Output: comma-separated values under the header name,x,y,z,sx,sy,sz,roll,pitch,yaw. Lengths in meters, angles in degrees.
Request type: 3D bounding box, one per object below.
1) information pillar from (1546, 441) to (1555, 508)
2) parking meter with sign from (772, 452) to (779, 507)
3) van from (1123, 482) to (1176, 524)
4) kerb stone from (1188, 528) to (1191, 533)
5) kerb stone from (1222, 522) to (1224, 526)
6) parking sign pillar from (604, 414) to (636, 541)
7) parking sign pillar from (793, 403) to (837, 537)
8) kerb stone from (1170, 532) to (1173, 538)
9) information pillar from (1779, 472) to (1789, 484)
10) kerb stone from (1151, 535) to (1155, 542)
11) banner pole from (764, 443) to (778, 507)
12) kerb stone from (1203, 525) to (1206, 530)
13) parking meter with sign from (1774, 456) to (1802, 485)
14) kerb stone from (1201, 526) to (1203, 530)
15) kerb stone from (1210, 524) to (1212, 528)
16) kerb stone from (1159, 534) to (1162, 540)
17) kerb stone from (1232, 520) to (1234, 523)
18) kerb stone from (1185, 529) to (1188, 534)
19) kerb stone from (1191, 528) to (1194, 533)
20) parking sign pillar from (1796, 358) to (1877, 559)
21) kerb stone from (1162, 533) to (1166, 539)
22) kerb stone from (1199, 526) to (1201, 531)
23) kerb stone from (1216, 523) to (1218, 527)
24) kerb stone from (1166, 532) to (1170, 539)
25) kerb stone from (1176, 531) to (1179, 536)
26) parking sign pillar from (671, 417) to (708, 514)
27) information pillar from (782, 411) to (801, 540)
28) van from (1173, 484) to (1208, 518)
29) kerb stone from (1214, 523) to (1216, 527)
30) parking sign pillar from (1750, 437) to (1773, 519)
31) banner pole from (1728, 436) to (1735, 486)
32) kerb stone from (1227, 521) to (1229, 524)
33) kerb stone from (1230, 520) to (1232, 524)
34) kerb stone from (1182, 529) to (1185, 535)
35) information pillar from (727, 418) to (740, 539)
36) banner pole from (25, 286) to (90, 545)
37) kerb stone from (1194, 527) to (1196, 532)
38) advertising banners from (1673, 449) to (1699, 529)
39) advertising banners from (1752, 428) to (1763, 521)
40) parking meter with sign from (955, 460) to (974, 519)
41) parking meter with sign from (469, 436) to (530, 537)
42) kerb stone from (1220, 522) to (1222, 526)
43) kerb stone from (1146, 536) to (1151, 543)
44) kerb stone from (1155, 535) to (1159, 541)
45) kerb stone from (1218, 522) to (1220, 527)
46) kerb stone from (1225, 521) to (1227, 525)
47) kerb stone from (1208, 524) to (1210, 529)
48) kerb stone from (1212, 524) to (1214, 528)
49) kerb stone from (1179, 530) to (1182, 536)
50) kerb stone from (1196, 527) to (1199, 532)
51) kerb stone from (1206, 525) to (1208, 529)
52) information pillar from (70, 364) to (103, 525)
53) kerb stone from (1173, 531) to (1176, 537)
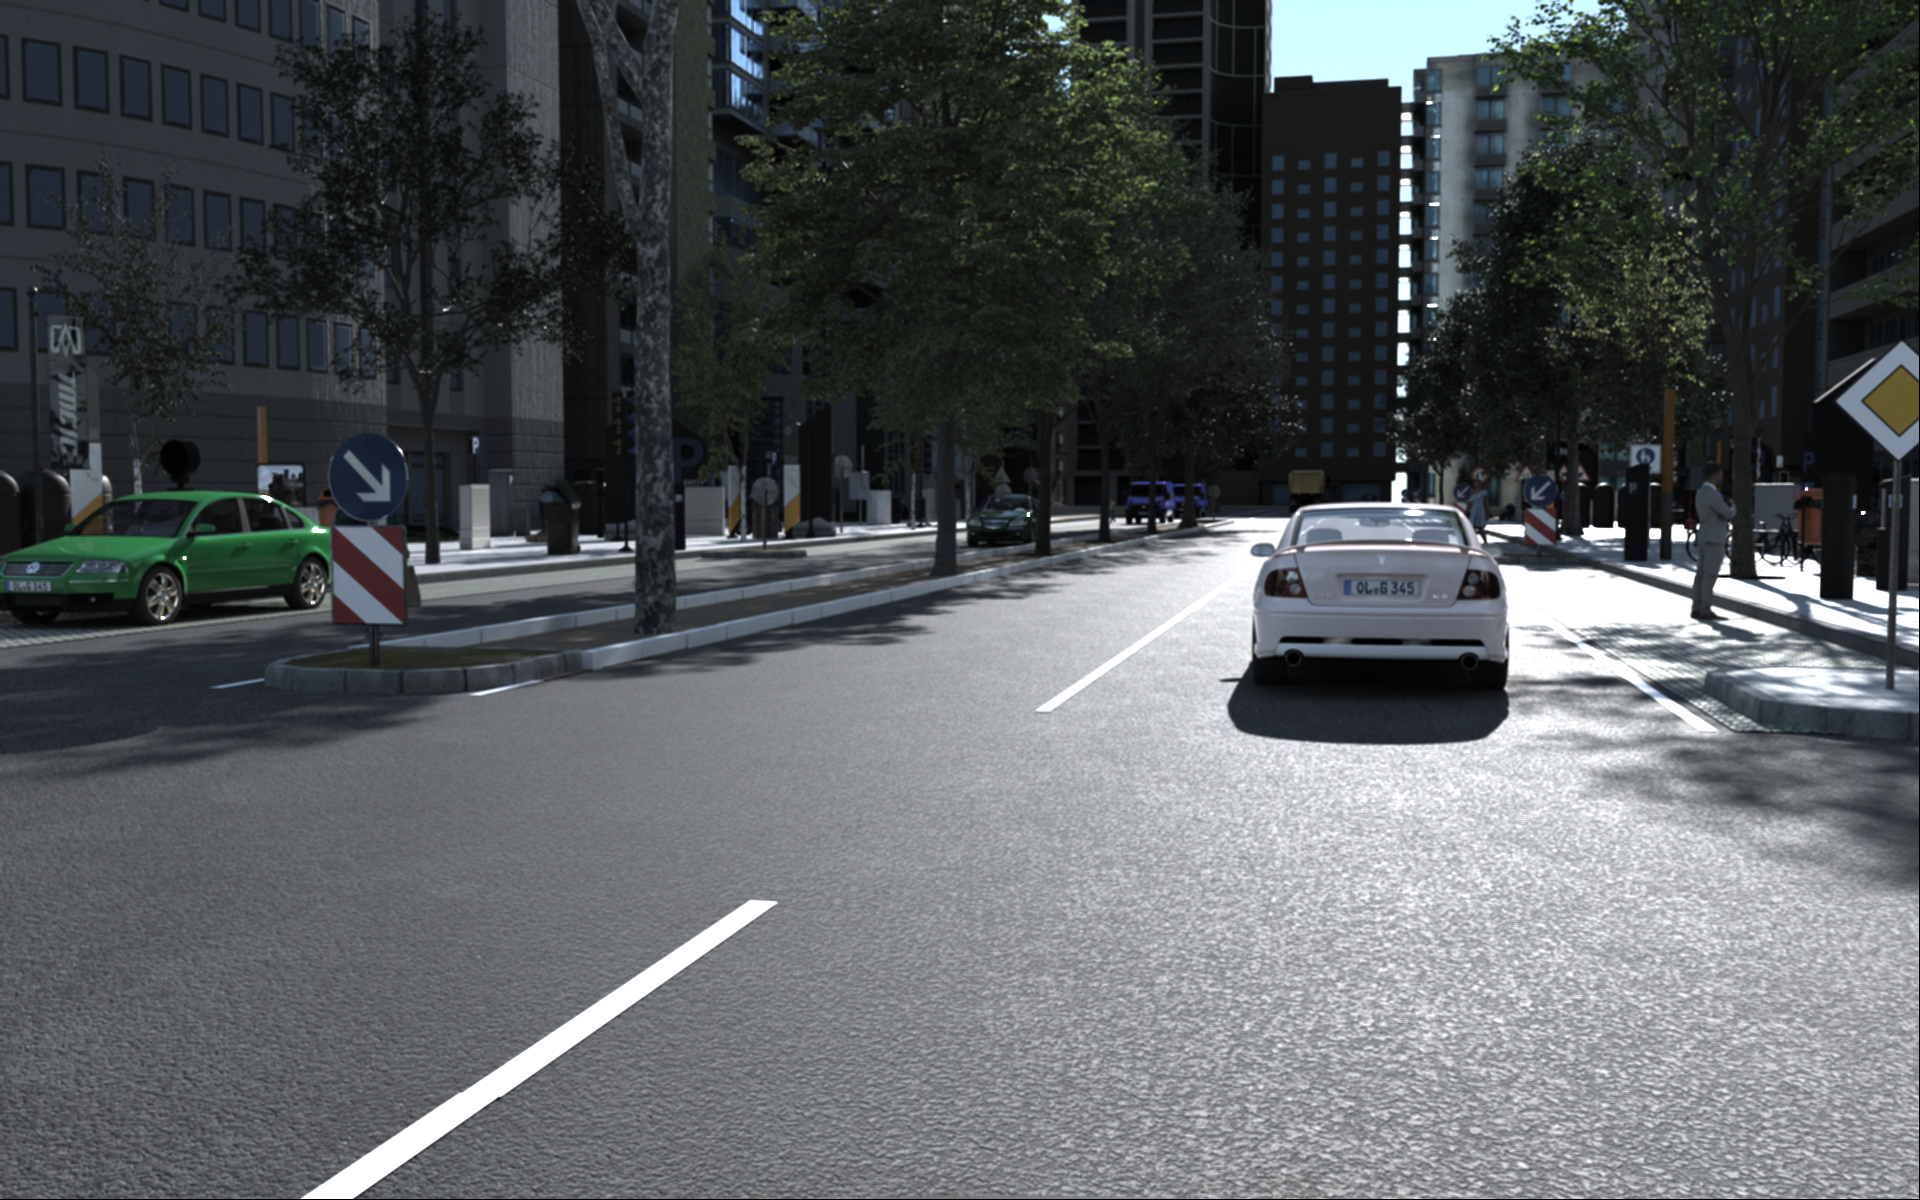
name,x,y,z,sx,sy,sz,roll,pitch,yaw
information pillar,20.599,-4.226,60.447,0.183,3.616,0.504,3,5,44
parking meter with sign,-6.861,-4.607,71.581,1.738,3.016,0.543,-2,4,-30
van,9.277,-4.887,84.291,2.240,2.365,5.245,1,4,13
kerb stone,8.133,-2.465,62.505,0.120,0.150,1.000,1,4,13
kerb stone,11.595,-3.382,77.490,0.120,0.150,1.000,1,4,13
parking sign pillar,-9.235,-3.666,48.410,1.447,3.967,1.447,0,4,1
parking sign pillar,-4.408,-3.872,51.786,1.447,3.967,1.447,1,4,13
kerb stone,6.753,-2.097,56.514,0.120,0.150,1.000,1,4,13
information pillar,26.993,-3.198,56.782,0.304,2.012,0.304,2,4,27
kerb stone,5.606,-1.794,51.523,0.120,0.150,1.000,1,4,13
banner pole,-9.123,-5.756,84.133,0.863,3.779,0.401,-2,4,-27
kerb stone,9.518,-2.832,68.496,0.120,0.150,1.000,1,4,13
parking meter with sign,37.407,-4.978,77.655,0.543,3.016,1.738,-2,4,-30
kerb stone,9.286,-2.770,67.499,0.120,0.150,1.000,1,4,13
kerb stone,10.206,-3.013,71.492,0.120,0.150,1.000,1,4,13
kerb stone,6.058,-1.916,53.518,0.120,0.150,1.000,1,4,13
kerb stone,12.970,-3.749,83.498,0.120,0.150,1.000,1,4,13
kerb stone,7.897,-2.400,61.502,0.120,0.150,1.000,1,4,13
kerb stone,8.368,-2.527,63.508,0.120,0.150,1.000,1,4,13
parking sign pillar,17.512,-2.819,34.559,1.447,3.967,1.447,-1,4,-11
kerb stone,6.292,-1.974,54.519,0.120,0.150,1.000,1,4,13
kerb stone,9.051,-2.710,66.504,0.120,0.150,1.000,1,4,13
kerb stone,10.895,-3.198,74.487,0.120,0.150,1.000,1,4,13
kerb stone,6.525,-2.038,55.514,0.120,0.150,1.000,1,4,13
kerb stone,7.213,-2.221,58.506,0.120,0.150,1.000,1,4,13
parking sign pillar,-9.338,-4.346,59.522,1.447,3.967,1.447,-1,4,-15
information pillar,-4.731,-3.503,48.635,0.504,3.616,0.183,1,4,18
van,13.641,-6.074,103.689,2.240,2.365,5.245,1,4,13
kerb stone,10.663,-3.137,73.491,0.120,0.150,1.000,1,4,13
parking sign pillar,32.193,-5.001,70.238,1.447,3.967,1.447,3,5,43
banner pole,29.433,-4.610,65.383,0.863,3.779,0.401,1,4,12
kerb stone,12.283,-3.565,80.479,0.120,0.150,1.000,1,4,13
kerb stone,12.747,-3.686,82.497,0.120,0.150,1.000,1,4,13
kerb stone,7.675,-2.335,60.499,0.120,0.150,1.000,1,4,13
information pillar,-6.555,-3.595,50.138,0.183,3.616,0.504,2,4,26
banner pole,-11.043,-1.905,21.158,0.401,3.779,0.863,3,4,38
kerb stone,8.598,-2.588,64.510,0.120,0.150,1.000,1,4,13
advertising banners,26.556,-4.079,62.876,2.074,3.025,0.090,-1,4,-13
advertising banners,20.605,-2.997,45.191,0.090,3.025,2.074,3,5,40
parking meter with sign,-0.162,-5.693,89.349,1.738,3.016,0.543,-1,4,-20
parking meter with sign,-13.882,-3.431,52.362,1.738,3.016,0.543,1,4,9
kerb stone,11.365,-3.321,76.488,0.120,0.150,1.000,1,4,13
kerb stone,5.371,-1.727,50.529,0.120,0.150,1.000,1,4,13
kerb stone,5.834,-1.852,52.520,0.120,0.150,1.000,1,4,13
kerb stone,11.134,-3.256,75.485,0.120,0.150,1.000,1,4,13
kerb stone,12.053,-3.504,79.483,0.120,0.150,1.000,1,4,13
kerb stone,9.980,-2.951,70.493,0.120,0.150,1.000,1,4,13
kerb stone,10.434,-3.076,72.489,0.120,0.150,1.000,1,4,13
kerb stone,7.446,-2.282,59.501,0.120,0.150,1.000,1,4,13
kerb stone,8.829,-2.645,65.507,0.120,0.150,1.000,1,4,13
kerb stone,9.749,-2.888,69.492,0.120,0.150,1.000,1,4,13
information pillar,-14.143,-2.240,27.984,0.183,3.616,0.504,3,4,39
kerb stone,6.983,-2.160,57.510,0.120,0.150,1.000,1,4,13
